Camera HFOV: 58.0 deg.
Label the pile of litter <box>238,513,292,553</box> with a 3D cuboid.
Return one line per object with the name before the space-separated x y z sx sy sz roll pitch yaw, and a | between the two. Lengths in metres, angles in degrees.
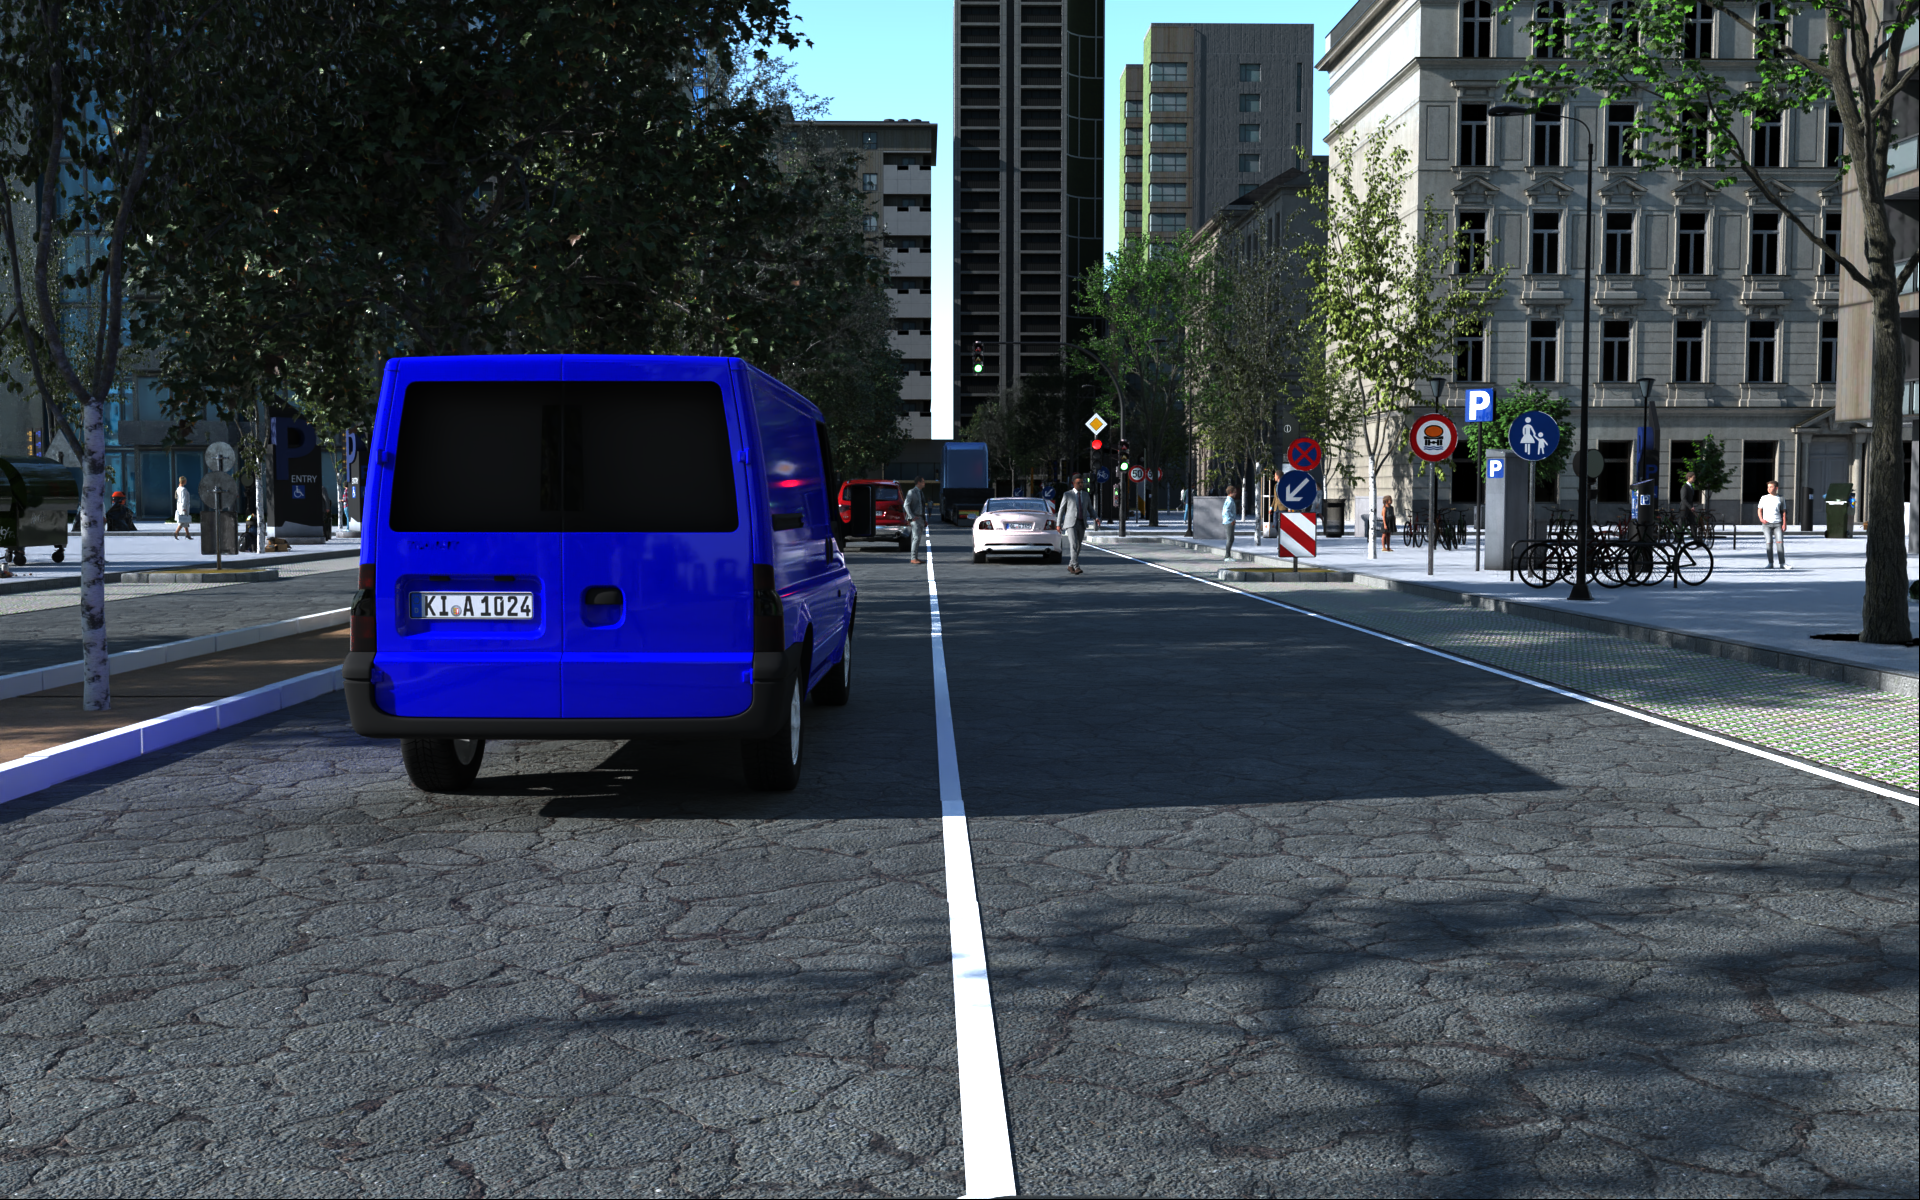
pile of litter | -15.485 -1.516 38.746 1.176 0.858 1.719 1 4 13

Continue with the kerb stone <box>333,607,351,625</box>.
kerb stone | -6.850 0.183 19.199 0.120 0.150 1.000 0 4 -1

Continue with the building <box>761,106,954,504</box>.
building | -14.803 -39.979 242.899 27.495 52.752 28.713 0 4 -1

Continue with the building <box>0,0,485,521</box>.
building | -39.274 -29.061 94.761 23.786 49.044 30.456 0 4 -1

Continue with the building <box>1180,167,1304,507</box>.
building | 22.500 -18.126 125.230 11.050 23.489 19.941 0 4 -1

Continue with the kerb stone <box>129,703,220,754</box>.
kerb stone | -4.559 0.747 10.009 0.120 0.150 1.000 0 4 -1

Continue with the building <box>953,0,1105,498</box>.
building | 9.398 -48.940 238.426 20.611 71.187 20.563 0 4 -1

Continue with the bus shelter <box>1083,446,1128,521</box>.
bus shelter | 7.315 -5.852 86.965 1.731 3.624 6.357 0 4 -1

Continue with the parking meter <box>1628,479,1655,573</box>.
parking meter | 11.177 -1.224 28.417 0.372 1.533 0.369 0 3 0

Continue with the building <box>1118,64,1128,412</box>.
building | 22.248 -29.668 168.666 14.154 41.232 14.086 0 4 -1

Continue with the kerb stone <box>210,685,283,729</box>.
kerb stone | -4.577 0.687 11.036 0.120 0.150 1.000 0 4 -1

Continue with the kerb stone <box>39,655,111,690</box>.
kerb stone | -6.721 0.559 13.061 0.120 0.150 1.000 0 4 -1

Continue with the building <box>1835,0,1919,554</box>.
building | 25.935 -21.398 33.452 14.154 41.232 14.086 0 4 -1

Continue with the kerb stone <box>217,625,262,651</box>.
kerb stone | -6.780 0.371 16.130 0.120 0.150 1.000 0 4 -1

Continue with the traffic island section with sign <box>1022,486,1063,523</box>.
traffic island section with sign | 4.202 -4.680 85.140 1.989 1.847 2.006 0 4 -1

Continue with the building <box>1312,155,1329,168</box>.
building | 31.173 -30.360 188.264 32.217 40.220 23.993 0 4 -1

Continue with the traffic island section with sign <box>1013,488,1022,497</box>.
traffic island section with sign | 3.618 -6.353 112.502 1.989 1.847 2.006 0 4 -1

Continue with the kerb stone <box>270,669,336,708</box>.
kerb stone | -4.598 0.621 12.058 0.120 0.150 1.000 0 4 -1

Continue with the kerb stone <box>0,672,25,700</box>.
kerb stone | -6.696 0.621 12.039 0.120 0.150 1.000 0 4 -1

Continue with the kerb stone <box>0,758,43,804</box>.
kerb stone | -4.500 0.873 7.965 0.120 0.150 1.000 0 4 -1

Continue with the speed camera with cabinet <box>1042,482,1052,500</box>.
speed camera with cabinet | 6.692 -8.291 129.894 0.660 3.252 2.038 -1 4 -12

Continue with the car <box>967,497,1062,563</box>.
car | 1.194 -1.519 37.203 2.083 1.381 4.827 0 4 0

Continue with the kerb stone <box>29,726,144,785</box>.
kerb stone | -4.535 0.808 8.987 0.120 0.150 1.000 0 4 -1

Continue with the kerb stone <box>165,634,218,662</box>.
kerb stone | -6.764 0.434 15.108 0.120 0.150 1.000 0 4 -1

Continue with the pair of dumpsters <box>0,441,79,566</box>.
pair of dumpsters | -17.214 -1.699 30.273 1.574 2.255 4.437 0 4 -1

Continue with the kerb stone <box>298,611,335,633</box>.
kerb stone | -6.822 0.246 18.178 0.120 0.150 1.000 0 4 -1

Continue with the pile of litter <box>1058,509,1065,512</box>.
pile of litter | 7.099 -6.791 124.998 1.176 0.858 1.719 -3 4 -38

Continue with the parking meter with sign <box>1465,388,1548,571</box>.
parking meter with sign | 9.267 -2.018 29.248 1.738 3.016 0.543 -3 4 -38

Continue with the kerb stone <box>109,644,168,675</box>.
kerb stone | -6.741 0.496 14.085 0.120 0.150 1.000 0 4 -1

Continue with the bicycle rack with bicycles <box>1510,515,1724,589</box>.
bicycle rack with bicycles | 9.102 -0.675 24.418 2.925 0.926 2.852 0 4 5

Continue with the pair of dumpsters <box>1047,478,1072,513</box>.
pair of dumpsters | 6.272 -6.545 109.499 1.574 2.255 4.437 0 4 -1

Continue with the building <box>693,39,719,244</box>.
building | -44.946 -56.606 238.176 31.000 86.520 22.319 0 4 -1

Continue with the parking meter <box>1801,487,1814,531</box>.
parking meter | 29.277 -3.145 59.835 0.372 1.533 0.369 0 3 0

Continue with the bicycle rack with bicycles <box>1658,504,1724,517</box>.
bicycle rack with bicycles | 25.580 -2.915 61.041 2.852 0.926 2.925 -1 4 -20

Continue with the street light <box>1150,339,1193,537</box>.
street light | 6.361 -4.853 51.892 1.470 5.913 1.316 0 4 -1

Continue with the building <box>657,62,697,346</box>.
building | -42.979 -36.372 183.913 27.495 52.752 28.713 0 4 -1

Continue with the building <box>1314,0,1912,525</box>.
building | 39.820 -18.474 78.462 44.131 29.872 17.030 0 4 -1

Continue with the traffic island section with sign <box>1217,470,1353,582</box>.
traffic island section with sign | 5.367 -1.245 28.986 1.989 1.847 2.006 0 4 -1

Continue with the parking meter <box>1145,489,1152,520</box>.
parking meter | 9.378 -4.731 85.763 0.372 1.533 0.369 0 3 0

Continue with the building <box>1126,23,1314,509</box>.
building | 23.030 -28.809 154.620 14.154 41.232 14.086 0 4 -1

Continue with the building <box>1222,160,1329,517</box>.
building | 22.405 -15.724 106.231 9.793 20.994 18.267 0 4 -1

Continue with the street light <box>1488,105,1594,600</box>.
street light | 7.004 -2.956 20.870 1.470 5.913 1.316 0 4 -1

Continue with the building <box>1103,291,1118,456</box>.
building | 26.811 -28.474 237.253 14.107 30.474 14.160 0 4 -1

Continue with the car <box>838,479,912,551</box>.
car | -2.282 -2.205 44.724 2.281 1.827 5.304 0 4 -2

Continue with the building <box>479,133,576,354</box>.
building | -35.150 -21.648 125.645 14.160 30.474 14.107 0 4 -1

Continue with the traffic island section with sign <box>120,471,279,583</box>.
traffic island section with sign | -12.452 -1.223 28.630 1.989 1.847 2.006 0 4 -1

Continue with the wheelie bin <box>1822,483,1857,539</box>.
wheelie bin | 25.459 -2.582 50.121 0.693 1.594 0.980 -3 5 -41

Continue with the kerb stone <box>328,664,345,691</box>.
kerb stone | -4.612 0.561 13.093 0.120 0.150 1.000 0 4 -1

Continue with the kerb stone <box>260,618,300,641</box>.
kerb stone | -6.806 0.311 17.152 0.120 0.150 1.000 0 4 -1

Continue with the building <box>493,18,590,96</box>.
building | -35.408 -30.922 155.689 14.600 45.320 14.200 0 4 -1
